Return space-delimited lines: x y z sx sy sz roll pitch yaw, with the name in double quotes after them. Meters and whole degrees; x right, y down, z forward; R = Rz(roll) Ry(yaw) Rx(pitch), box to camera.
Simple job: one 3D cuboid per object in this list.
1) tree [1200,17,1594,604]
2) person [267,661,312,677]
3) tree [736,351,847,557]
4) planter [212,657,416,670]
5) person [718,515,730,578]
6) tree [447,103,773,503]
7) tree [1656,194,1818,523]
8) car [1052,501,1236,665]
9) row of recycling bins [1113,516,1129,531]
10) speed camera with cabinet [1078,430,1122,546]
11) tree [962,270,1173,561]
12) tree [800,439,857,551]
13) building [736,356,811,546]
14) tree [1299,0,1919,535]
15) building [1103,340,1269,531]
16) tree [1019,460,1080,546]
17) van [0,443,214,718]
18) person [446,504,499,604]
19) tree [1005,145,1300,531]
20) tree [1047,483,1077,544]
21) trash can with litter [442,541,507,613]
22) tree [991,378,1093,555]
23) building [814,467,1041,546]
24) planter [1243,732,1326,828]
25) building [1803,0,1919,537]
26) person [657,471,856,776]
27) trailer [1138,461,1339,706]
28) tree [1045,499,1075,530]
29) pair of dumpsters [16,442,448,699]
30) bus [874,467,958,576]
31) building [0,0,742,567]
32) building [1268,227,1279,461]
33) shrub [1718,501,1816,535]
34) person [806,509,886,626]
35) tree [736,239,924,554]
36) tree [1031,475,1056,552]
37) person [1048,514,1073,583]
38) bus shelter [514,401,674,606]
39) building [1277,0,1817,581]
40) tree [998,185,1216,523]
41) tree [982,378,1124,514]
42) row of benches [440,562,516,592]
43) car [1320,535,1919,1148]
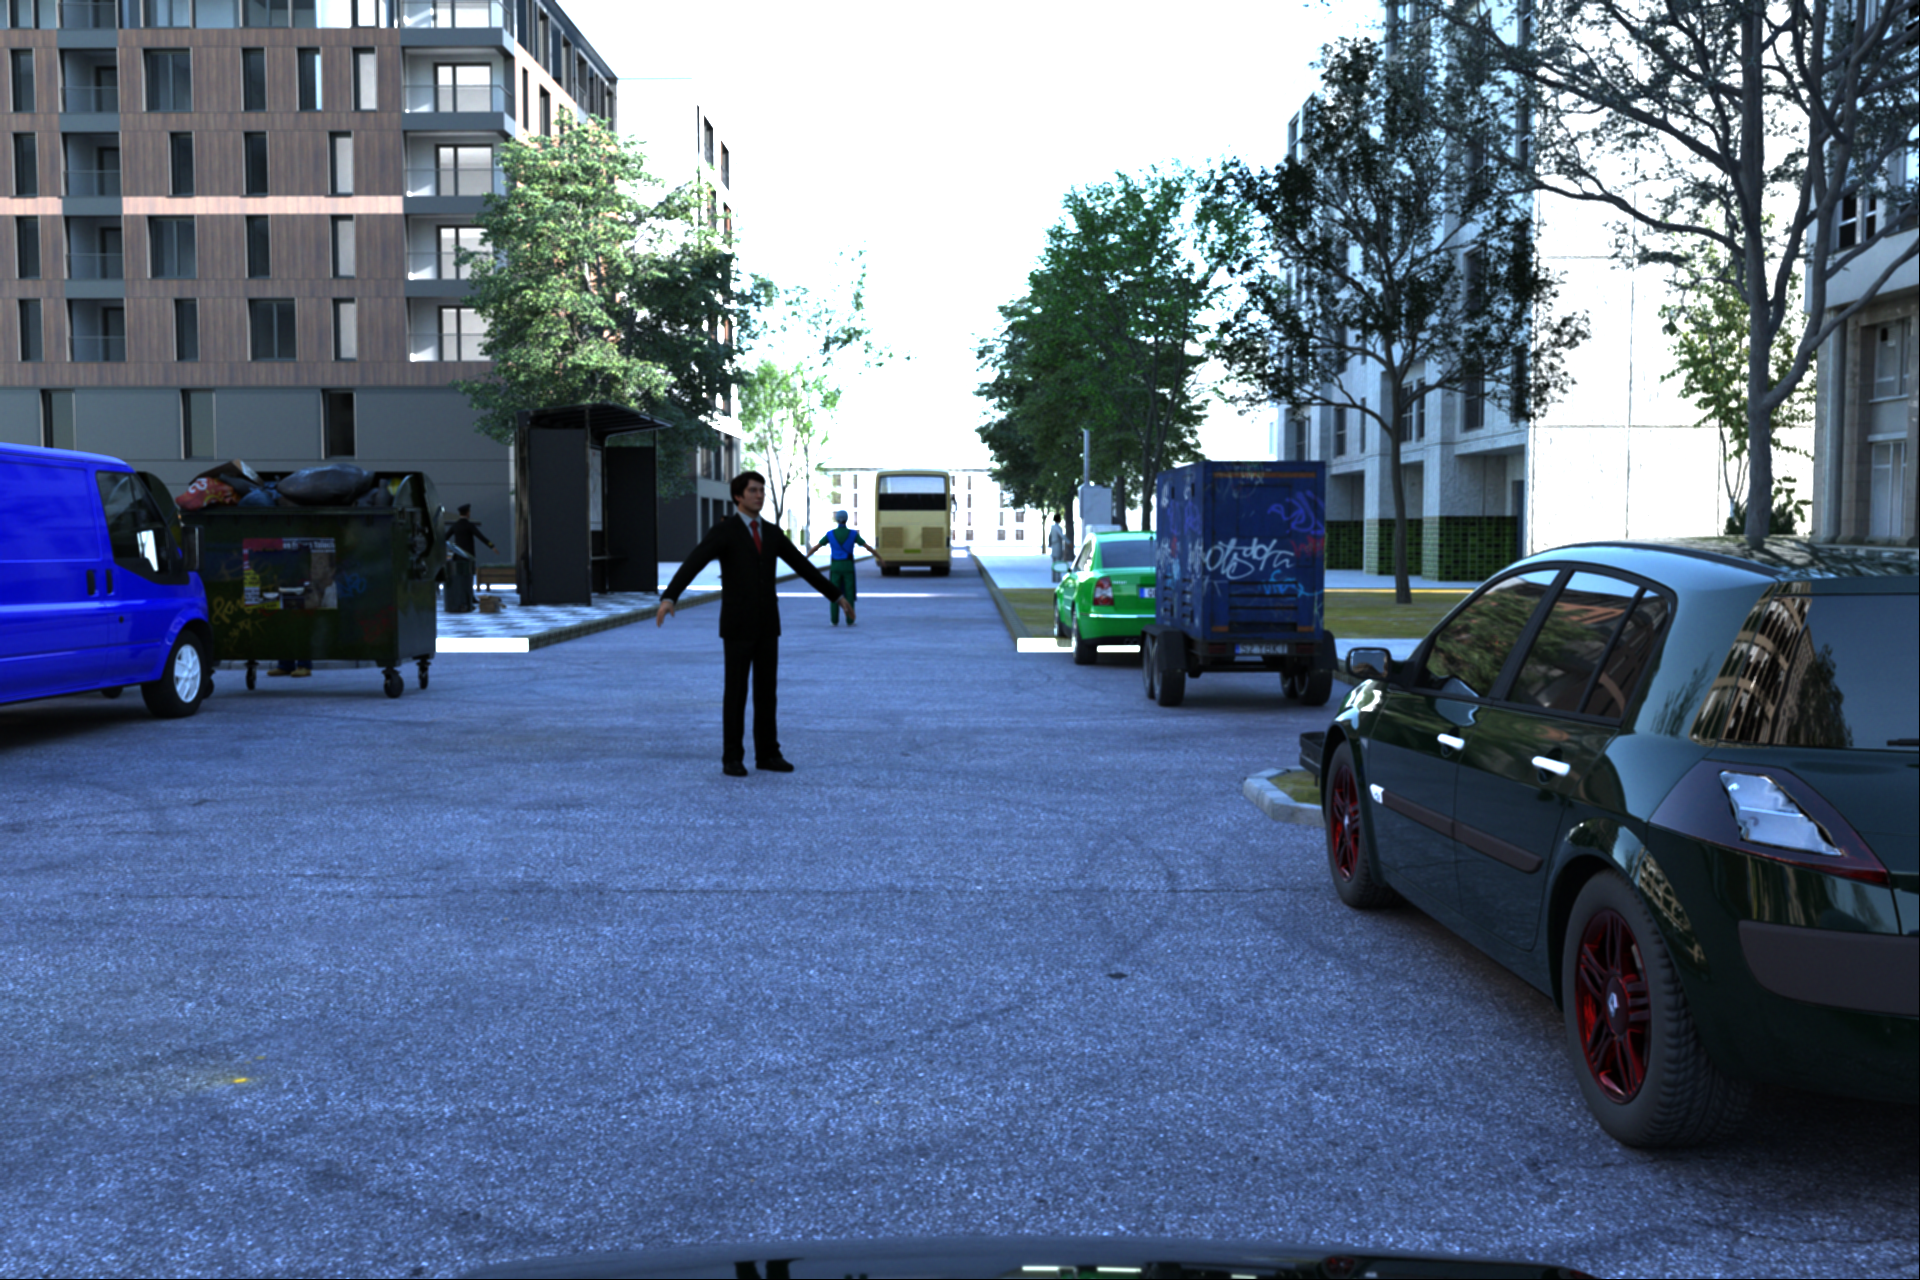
7.881 -5.956 31.801 7.601 10.594 8.767 1 4 18 "tree"
-6.758 -0.553 17.464 1.349 1.833 0.705 2 4 26 "person"
-10.177 -10.494 97.331 9.928 11.665 9.643 0 3 0 "tree"
-7.159 0.114 19.270 1.991 0.319 1.994 0 4 1 "planter"
-6.882 -2.720 50.608 0.704 1.843 1.345 -2 4 -35 "person"
-10.449 -8.872 51.705 9.857 13.997 8.962 0 3 0 "tree"
16.588 -5.279 36.680 4.737 8.622 4.395 0 3 0 "tree"
2.106 -0.710 20.408 1.959 1.807 4.718 0 4 -1 "car"
3.262 -2.000 39.816 1.069 1.692 3.534 0 4 1 "row of recycling bins"
2.613 -2.316 32.204 0.660 3.252 2.038 0 4 -2 "speed camera with cabinet"
5.034 -10.665 81.023 9.857 13.997 8.962 0 3 0 "tree"
-10.266 -10.862 127.957 4.360 8.622 3.978 0 3 0 "tree"
-25.932 -19.681 188.247 16.747 18.905 31.486 0 3 0 "building"
8.453 -6.569 17.773 12.009 13.543 11.850 0 3 0 "tree"
22.318 -18.333 166.203 16.747 18.905 31.486 0 4 0 "building"
5.385 -9.179 100.439 4.737 8.622 4.395 0 3 0 "tree"
-6.958 -0.452 11.780 2.240 2.365 5.245 0 4 0 "van"
-9.105 -1.590 31.931 1.347 1.837 0.705 2 4 24 "person"
5.171 -7.374 46.324 9.928 11.665 9.643 0 3 0 "tree"
12.558 -16.105 213.678 4.737 8.622 4.395 0 3 0 "tree"
-7.969 -1.038 28.352 1.055 1.170 0.624 0 4 0 "trash can with litter"
5.430 -11.209 109.024 9.928 11.665 9.643 0 3 0 "tree"
-3.804 -16.597 215.966 28.070 9.664 9.099 0 4 0 "building"
2.557 0.732 9.175 1.991 0.319 1.994 0 4 -1 "planter"
25.513 -12.561 12.977 19.016 26.051 41.698 0 4 0 "building"
-1.244 -0.108 10.405 1.347 1.806 0.705 -3 4 -37 "person"
2.323 -0.515 15.463 1.471 1.999 3.904 0 4 -1 "trailer"
13.295 -16.407 218.613 4.360 8.622 3.978 0 3 0 "tree"
-6.980 -0.643 15.465 4.436 2.255 1.574 0 4 0 "pair of dumpsters"
-1.543 -4.353 62.714 2.896 3.916 12.252 0 4 0 "bus"
-25.836 -14.187 75.928 27.936 21.610 32.646 0 4 1 "building"
23.344 -14.957 100.969 16.016 20.090 11.380 0 4 1 "building"
13.929 -1.570 30.092 1.690 2.028 1.600 0 3 0 "shrub"
-1.830 -1.130 27.057 1.347 1.817 0.704 0 4 3 "person"
-8.259 -15.546 110.060 12.611 20.169 13.585 0 3 0 "tree"
5.452 -10.537 122.639 4.737 8.622 4.395 0 3 0 "tree"
2.599 -2.422 45.787 0.705 1.806 1.347 -2 4 -23 "person"
-7.003 -2.599 33.784 1.731 3.624 6.357 0 4 1 "bus shelter"
21.302 -11.512 54.673 16.747 18.905 31.486 0 3 0 "building"
4.945 -8.487 56.897 7.486 12.596 7.792 0 3 0 "tree"
4.971 -9.579 91.028 8.767 10.594 7.601 1 4 16 "tree"
-10.204 -1.408 38.487 4.104 0.672 1.422 0 4 7 "row of benches"
2.343 0.265 5.456 2.009 1.686 4.222 0 4 -1 "car"
